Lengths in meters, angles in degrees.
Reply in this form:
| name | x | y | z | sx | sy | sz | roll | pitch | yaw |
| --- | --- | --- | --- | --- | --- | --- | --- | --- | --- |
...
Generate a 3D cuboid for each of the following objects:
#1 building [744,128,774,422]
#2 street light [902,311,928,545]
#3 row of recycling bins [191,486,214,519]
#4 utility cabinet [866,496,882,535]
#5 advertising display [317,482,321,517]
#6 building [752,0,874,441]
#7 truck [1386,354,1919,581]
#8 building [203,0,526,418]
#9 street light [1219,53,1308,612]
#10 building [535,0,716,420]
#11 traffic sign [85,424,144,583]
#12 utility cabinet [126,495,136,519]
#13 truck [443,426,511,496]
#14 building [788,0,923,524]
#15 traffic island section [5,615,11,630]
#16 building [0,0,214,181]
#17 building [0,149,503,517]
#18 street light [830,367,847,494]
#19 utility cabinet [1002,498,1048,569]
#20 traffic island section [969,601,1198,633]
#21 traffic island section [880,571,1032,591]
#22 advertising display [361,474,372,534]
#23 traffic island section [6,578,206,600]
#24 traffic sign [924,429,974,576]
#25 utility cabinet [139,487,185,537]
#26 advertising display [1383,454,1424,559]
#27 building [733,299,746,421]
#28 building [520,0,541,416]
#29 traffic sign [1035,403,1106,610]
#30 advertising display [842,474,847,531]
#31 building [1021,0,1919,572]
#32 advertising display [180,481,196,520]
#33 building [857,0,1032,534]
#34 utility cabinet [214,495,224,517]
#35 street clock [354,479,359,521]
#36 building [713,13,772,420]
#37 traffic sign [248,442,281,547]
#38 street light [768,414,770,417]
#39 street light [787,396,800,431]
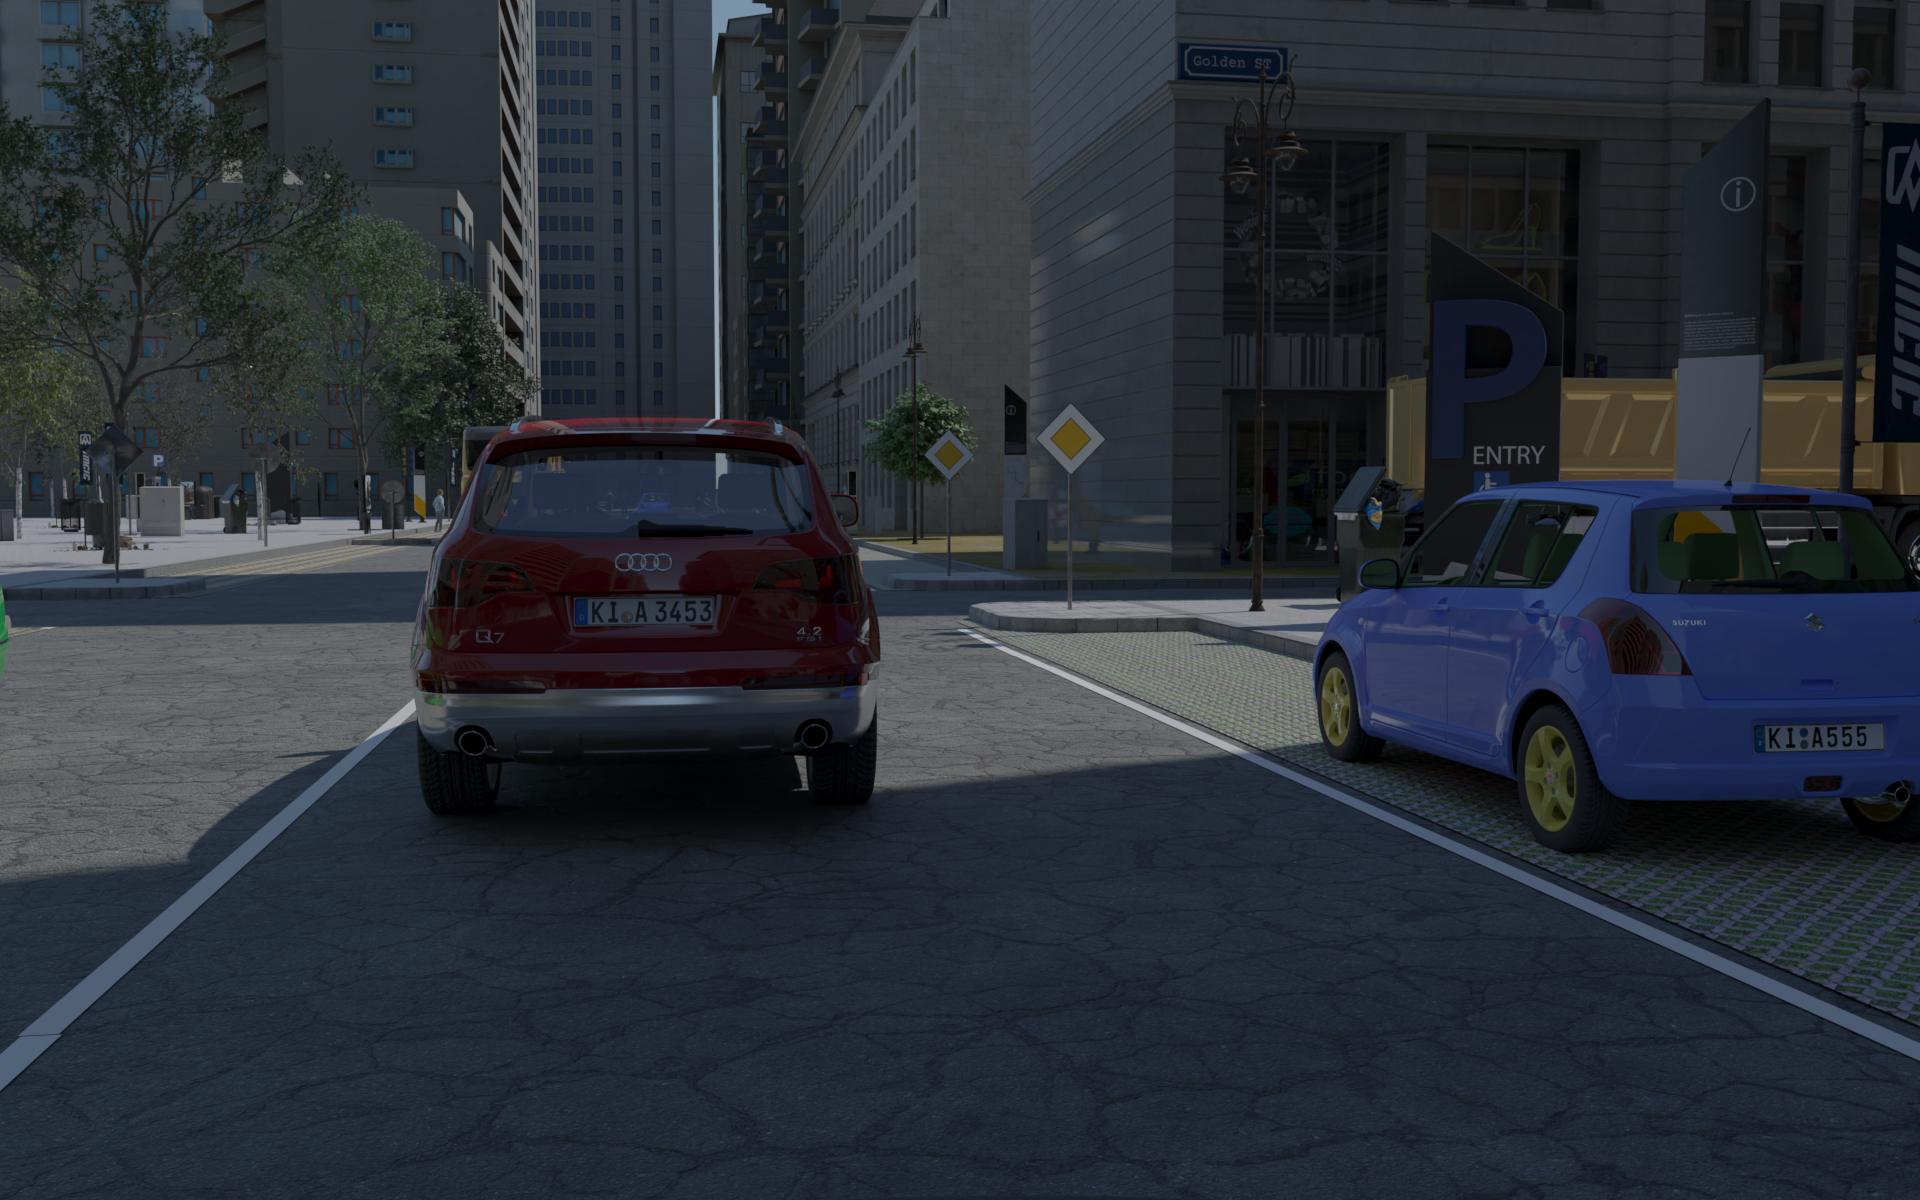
| name | x | y | z | sx | sy | sz | roll | pitch | yaw |
| --- | --- | --- | --- | --- | --- | --- | --- | --- | --- |
| building | -10.518 | -22.572 | 140.749 | 14.160 | 30.474 | 14.107 | -1 | 4 | -10 |
| street light | -1.144 | -4.351 | 43.922 | 0.468 | 5.910 | 1.993 | -1 | 4 | -10 |
| row of recycling bins | -38.926 | -5.012 | 89.056 | 1.069 | 1.692 | 3.534 | -1 | 4 | -20 |
| utility cabinet | -2.732 | -2.672 | 54.841 | 0.306 | 1.237 | 1.020 | 1 | 4 | 11 |
| advertising display | -35.659 | -5.578 | 96.415 | 0.123 | 1.923 | 0.974 | -1 | 4 | -17 |
| building | -2.731 | -28.397 | 118.910 | 22.147 | 44.769 | 28.867 | -1 | 4 | -10 |
| truck | 11.172 | -1.763 | 24.744 | 9.791 | 3.379 | 3.469 | -1 | 4 | -9 |
| building | -45.824 | -31.276 | 135.065 | 21.300 | 48.544 | 21.600 | -1 | 4 | -10 |
| street light | 3.252 | -2.813 | 18.786 | 0.468 | 5.910 | 1.993 | -1 | 4 | -10 |
| building | -41.673 | -39.718 | 191.391 | 28.212 | 58.520 | 21.231 | -1 | 4 | -10 |
| traffic sign | -12.139 | -1.300 | 24.895 | 0.795 | 2.450 | 0.064 | -1 | 4 | -10 |
| utility cabinet | -41.780 | -4.697 | 87.963 | 1.020 | 1.237 | 0.306 | -2 | 4 | -29 |
| truck | -13.360 | -3.440 | 52.164 | 3.469 | 3.379 | 9.791 | -1 | 4 | -11 |
| building | 0.553 | -15.575 | 87.939 | 16.112 | 22.955 | 30.059 | -1 | 4 | -10 |
| traffic island section | -10.772 | 0.318 | 17.089 | 2.009 | 0.180 | 2.903 | -1 | 4 | -10 |
| building | -75.619 | -32.643 | 153.315 | 30.456 | 49.044 | 23.786 | -1 | 4 | -10 |
| building | -44.551 | -16.222 | 110.262 | 27.650 | 21.520 | 28.899 | -1 | 4 | -10 |
| street light | -4.415 | -5.506 | 62.804 | 0.468 | 5.910 | 1.993 | -1 | 4 | -10 |
| utility cabinet | 1.139 | -1.148 | 29.926 | 0.306 | 1.237 | 1.020 | 2 | 4 | 35 |
| traffic island section | 1.235 | 0.189 | 19.197 | 2.009 | 0.180 | 2.903 | -1 | 4 | -10 |
| traffic island section | -0.154 | -0.292 | 27.061 | 2.009 | 0.180 | 2.903 | -1 | 4 | -10 |
| advertising display | -19.059 | -3.085 | 55.649 | 0.123 | 1.923 | 0.974 | -1 | 4 | -9 |
| traffic island section | -12.161 | -0.163 | 24.952 | 2.009 | 0.180 | 2.903 | -1 | 4 | -10 |
| traffic sign | -0.176 | -1.427 | 26.979 | 0.795 | 2.450 | 0.064 | -1 | 4 | -10 |
| utility cabinet | -23.741 | -2.621 | 51.527 | 1.173 | 1.500 | 0.318 | 0 | 4 | -3 |
| advertising display | 7.225 | -1.388 | 27.902 | 0.974 | 1.923 | 0.123 | -2 | 4 | -24 |
| building | -6.780 | -19.484 | 163.597 | 27.650 | 21.520 | 28.899 | -1 | 4 | -10 |
| building | -50.112 | -44.123 | 159.663 | 20.611 | 71.187 | 20.563 | -1 | 4 | -10 |
| traffic sign | 1.213 | -0.946 | 19.116 | 0.795 | 2.450 | 0.064 | -1 | 4 | -10 |
| advertising display | -3.632 | -3.068 | 55.372 | 0.123 | 1.923 | 0.974 | -1 | 4 | -11 |
| building | 17.044 | -15.778 | 35.459 | 29.804 | 29.767 | 11.434 | -1 | 4 | -10 |
| advertising display | -38.235 | -4.921 | 85.675 | 0.974 | 1.923 | 0.123 | 1 | 4 | 16 |
| building | 2.355 | -12.832 | 64.559 | 10.420 | 20.320 | 16.860 | -1 | 4 | -10 |
| utility cabinet | -40.649 | -5.155 | 95.446 | 0.306 | 1.237 | 1.020 | 2 | 4 | 32 |
| street clock | -28.793 | -4.800 | 83.053 | 0.471 | 2.002 | 0.358 | 1 | 4 | 9 |
| building | -14.419 | -37.388 | 200.526 | 27.495 | 52.752 | 28.713 | -1 | 4 | -10 |
| traffic sign | -16.919 | -2.571 | 42.145 | 0.768 | 2.556 | 0.104 | 0 | 4 | -5 |
| street light | -11.110 | -7.814 | 100.541 | 0.468 | 5.910 | 1.993 | -1 | 4 | -10 |
| street light | -7.839 | -6.659 | 81.659 | 0.468 | 5.910 | 1.993 | -1 | 4 | -10 |
